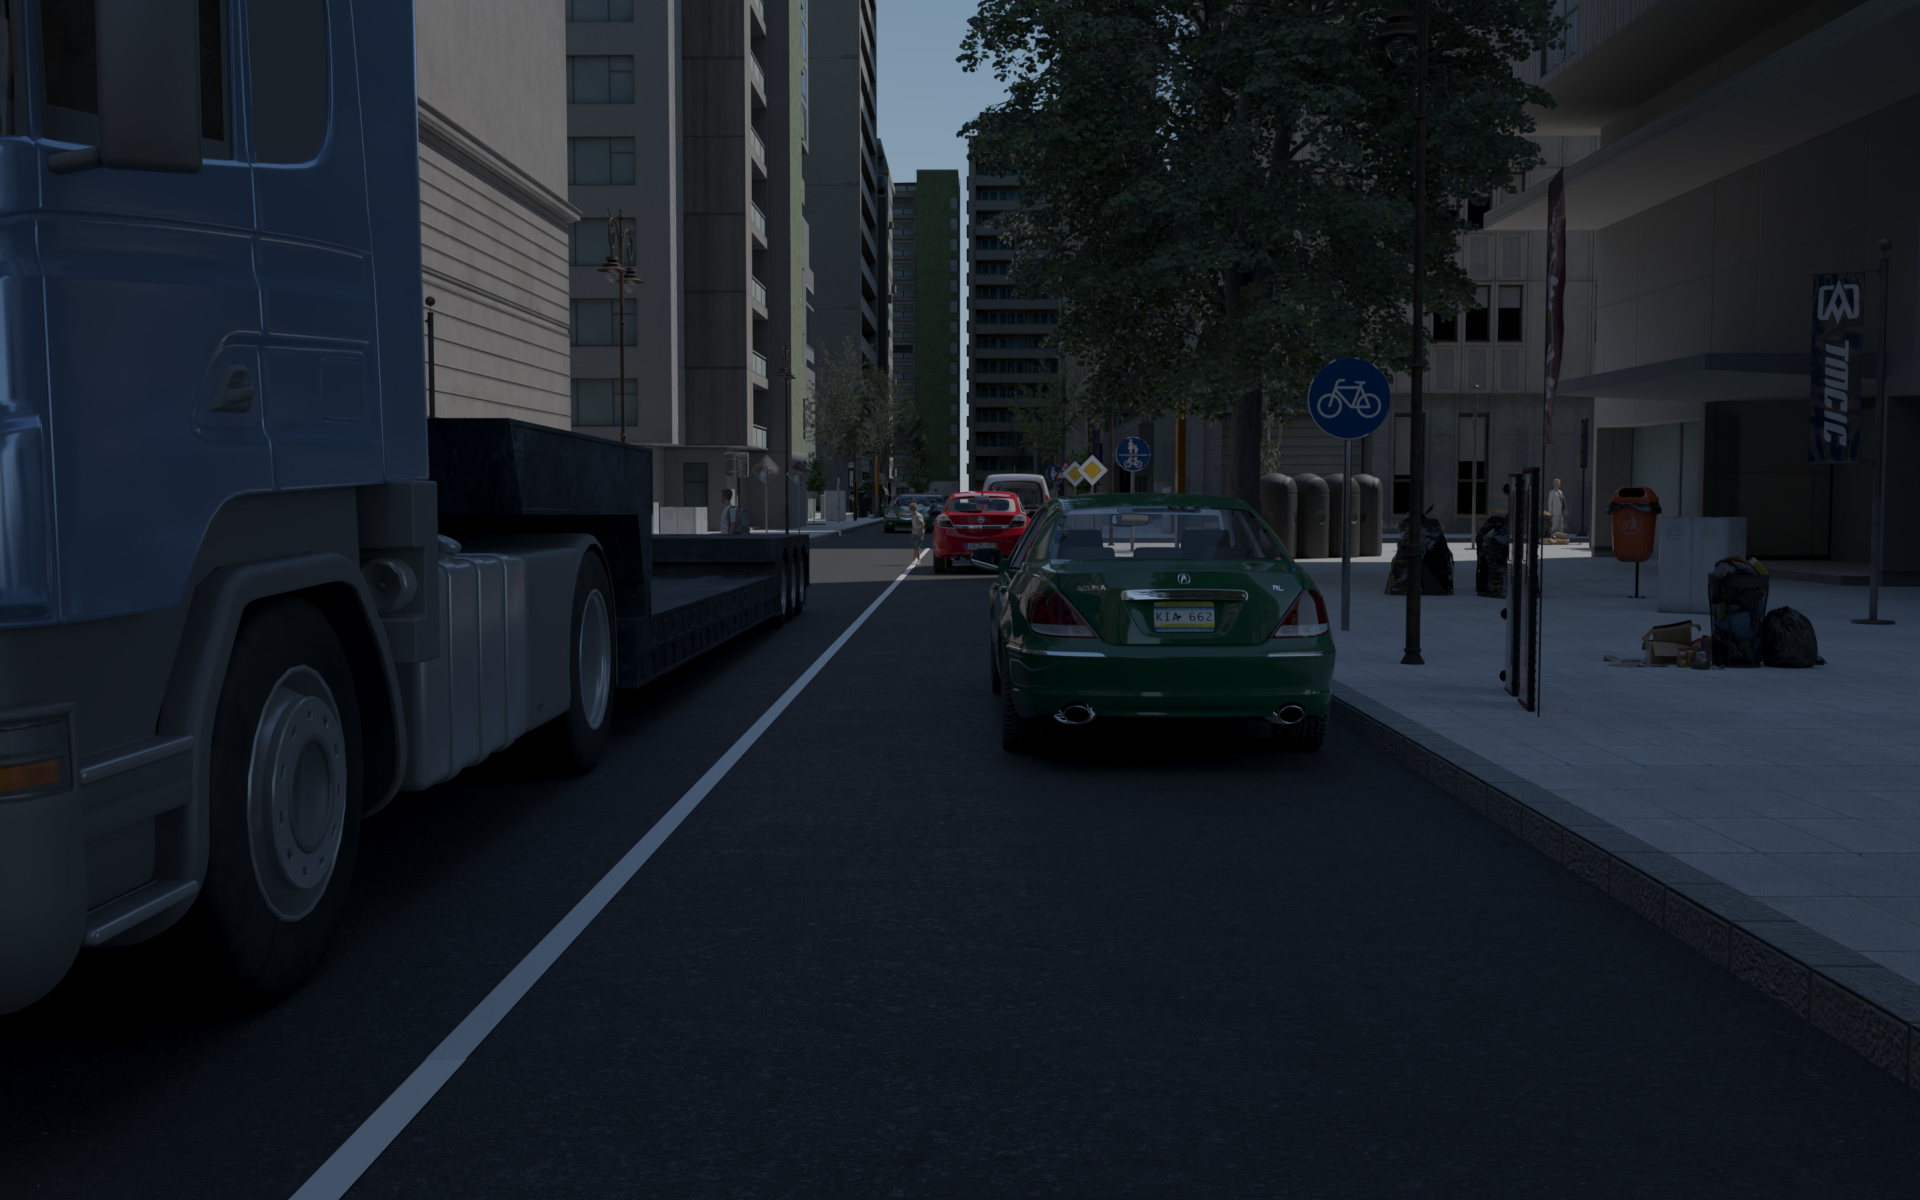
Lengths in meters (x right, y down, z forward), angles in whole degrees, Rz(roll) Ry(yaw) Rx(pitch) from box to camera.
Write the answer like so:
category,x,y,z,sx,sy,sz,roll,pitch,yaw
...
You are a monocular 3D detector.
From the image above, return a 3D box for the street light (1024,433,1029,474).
category,x,y,z,sx,sy,sz,roll,pitch,yaw
street light,4.871,-9.417,126.759,0.468,5.910,1.993,0,4,1

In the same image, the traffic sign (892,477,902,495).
category,x,y,z,sx,sy,sz,roll,pitch,yaw
traffic sign,-4.680,-7.727,126.342,0.884,2.594,0.081,0,4,5

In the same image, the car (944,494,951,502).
category,x,y,z,sx,sy,sz,roll,pitch,yaw
car,-0.923,-10.384,181.775,2.014,1.417,4.499,0,3,0

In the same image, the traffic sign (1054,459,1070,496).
category,x,y,z,sx,sy,sz,roll,pitch,yaw
traffic sign,3.957,-3.963,64.798,0.884,2.594,0.081,0,4,8

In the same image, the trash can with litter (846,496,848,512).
category,x,y,z,sx,sy,sz,roll,pitch,yaw
trash can with litter,-8.011,-6.365,115.452,1.055,1.170,0.624,2,4,33

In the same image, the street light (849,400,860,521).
category,x,y,z,sx,sy,sz,roll,pitch,yaw
street light,-4.999,-6.685,82.089,0.468,5.910,1.993,0,4,1

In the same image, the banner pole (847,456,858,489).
category,x,y,z,sx,sy,sz,roll,pitch,yaw
banner pole,-6.942,-7.535,113.206,0.863,3.779,0.401,0,4,7

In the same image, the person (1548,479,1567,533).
category,x,y,z,sx,sy,sz,roll,pitch,yaw
person,16.280,-2.390,47.454,0.818,1.842,0.514,2,4,28

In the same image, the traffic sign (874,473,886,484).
category,x,y,z,sx,sy,sz,roll,pitch,yaw
traffic sign,-4.795,-6.292,102.975,0.768,2.556,0.104,0,4,5

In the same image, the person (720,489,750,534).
category,x,y,z,sx,sy,sz,roll,pitch,yaw
person,-3.331,-0.855,25.079,0.503,1.515,0.523,3,5,43

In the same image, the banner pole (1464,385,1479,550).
category,x,y,z,sx,sy,sz,roll,pitch,yaw
banner pole,11.899,-3.064,40.106,0.401,3.779,0.863,1,4,12

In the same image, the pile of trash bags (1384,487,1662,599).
category,x,y,z,sx,sy,sz,roll,pitch,yaw
pile of trash bags,7.061,-0.746,21.944,3.447,1.369,1.912,2,4,33

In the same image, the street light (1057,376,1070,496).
category,x,y,z,sx,sy,sz,roll,pitch,yaw
street light,4.070,-5.821,67.959,0.468,5.910,1.993,0,4,1

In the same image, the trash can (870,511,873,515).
category,x,y,z,sx,sy,sz,roll,pitch,yaw
trash can,-5.676,-5.929,108.590,0.748,1.137,0.748,0,3,0

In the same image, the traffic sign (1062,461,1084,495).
category,x,y,z,sx,sy,sz,roll,pitch,yaw
traffic sign,3.455,-2.959,52.029,0.795,2.450,0.064,0,4,1

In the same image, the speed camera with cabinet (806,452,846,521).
category,x,y,z,sx,sy,sz,roll,pitch,yaw
speed camera with cabinet,-6.489,-5.398,82.597,2.038,3.252,0.660,-1,4,-10

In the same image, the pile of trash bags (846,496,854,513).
category,x,y,z,sx,sy,sz,roll,pitch,yaw
pile of trash bags,-6.536,-6.620,117.995,1.912,1.369,3.447,-3,5,-43

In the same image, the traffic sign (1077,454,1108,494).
category,x,y,z,sx,sy,sz,roll,pitch,yaw
traffic sign,3.362,-2.471,44.044,0.795,2.450,0.064,0,4,1

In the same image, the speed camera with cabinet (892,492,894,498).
category,x,y,z,sx,sy,sz,roll,pitch,yaw
speed camera with cabinet,-5.859,-8.136,127.352,2.038,3.252,0.660,0,4,1

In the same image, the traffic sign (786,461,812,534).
category,x,y,z,sx,sy,sz,roll,pitch,yaw
traffic sign,-4.838,-2.967,52.145,0.795,2.450,0.064,0,4,1

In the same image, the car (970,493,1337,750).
category,x,y,z,sx,sy,sz,roll,pitch,yaw
car,1.131,0.042,11.116,2.131,1.459,4.920,0,4,0

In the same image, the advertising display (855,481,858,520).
category,x,y,z,sx,sy,sz,roll,pitch,yaw
advertising display,-5.125,-4.913,85.546,0.123,1.923,0.974,0,4,1

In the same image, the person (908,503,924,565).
category,x,y,z,sx,sy,sz,roll,pitch,yaw
person,-0.877,-1.331,34.945,0.352,1.250,0.332,1,4,8

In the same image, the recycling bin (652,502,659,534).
category,x,y,z,sx,sy,sz,roll,pitch,yaw
recycling bin,-9.477,-2.415,52.045,0.722,1.027,0.722,0,4,2

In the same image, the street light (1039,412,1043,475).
category,x,y,z,sx,sy,sz,roll,pitch,yaw
street light,4.497,-7.612,97.249,0.468,5.910,1.993,0,4,1

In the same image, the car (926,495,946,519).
category,x,y,z,sx,sy,sz,roll,pitch,yaw
car,-1.519,-4.783,90.202,2.014,1.417,4.499,0,4,2

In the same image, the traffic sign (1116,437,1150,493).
category,x,y,z,sx,sy,sz,roll,pitch,yaw
traffic sign,3.852,-2.357,38.642,0.768,2.556,0.104,0,4,2

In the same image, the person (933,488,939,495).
category,x,y,z,sx,sy,sz,roll,pitch,yaw
person,-1.397,-6.023,107.319,0.599,1.781,0.374,1,4,18

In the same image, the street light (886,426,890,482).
category,x,y,z,sx,sy,sz,roll,pitch,yaw
street light,-4.576,-8.477,111.379,0.468,5.910,1.993,0,4,1

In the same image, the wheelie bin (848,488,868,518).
category,x,y,z,sx,sy,sz,roll,pitch,yaw
wheelie bin,-5.355,-5.228,93.389,0.980,1.594,0.693,-3,4,-38

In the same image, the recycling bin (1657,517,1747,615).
category,x,y,z,sx,sy,sz,roll,pitch,yaw
recycling bin,8.034,-0.379,18.751,0.722,1.027,0.722,3,5,40

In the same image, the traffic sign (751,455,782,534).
category,x,y,z,sx,sy,sz,roll,pitch,yaw
traffic sign,-4.931,-2.478,44.161,0.795,2.450,0.064,0,4,1

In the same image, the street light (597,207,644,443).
category,x,y,z,sx,sy,sz,roll,pitch,yaw
street light,-5.496,-3.391,28.226,0.468,5.910,1.993,0,4,1

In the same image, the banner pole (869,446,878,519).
category,x,y,z,sx,sy,sz,roll,pitch,yaw
banner pole,-4.537,-6.076,89.357,0.401,3.779,0.863,1,4,17

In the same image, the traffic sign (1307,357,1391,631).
category,x,y,z,sx,sy,sz,roll,pitch,yaw
traffic sign,3.621,-0.984,16.199,0.768,2.556,0.104,0,4,4

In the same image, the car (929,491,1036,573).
category,x,y,z,sx,sy,sz,roll,pitch,yaw
car,0.461,-1.458,32.876,2.155,1.783,4.494,0,4,2

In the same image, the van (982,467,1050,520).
category,x,y,z,sx,sy,sz,roll,pitch,yaw
van,1.182,-1.874,37.656,2.013,2.044,4.112,0,4,1

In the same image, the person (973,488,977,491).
category,x,y,z,sx,sy,sz,roll,pitch,yaw
person,0.673,-4.739,86.818,0.643,1.720,0.563,2,4,32

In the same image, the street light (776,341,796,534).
category,x,y,z,sx,sy,sz,roll,pitch,yaw
street light,-5.241,-4.864,52.321,0.468,5.910,1.993,0,4,1

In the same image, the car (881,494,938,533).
category,x,y,z,sx,sy,sz,roll,pitch,yaw
car,-1.883,-3.279,65.418,2.131,1.459,4.920,0,4,1

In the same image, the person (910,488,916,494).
category,x,y,z,sx,sy,sz,roll,pitch,yaw
person,-3.011,-6.277,111.102,0.573,1.828,0.580,-3,5,-44

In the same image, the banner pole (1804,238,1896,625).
category,x,y,z,sx,sy,sz,roll,pitch,yaw
banner pole,8.854,-1.661,17.177,0.863,3.779,0.401,2,4,33

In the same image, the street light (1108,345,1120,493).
category,x,y,z,sx,sy,sz,roll,pitch,yaw
street light,3.751,-4.282,42.800,0.468,5.910,1.993,0,4,1

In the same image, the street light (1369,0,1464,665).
category,x,y,z,sx,sy,sz,roll,pitch,yaw
street light,3.420,-2.454,12.912,0.468,5.910,1.993,0,4,1

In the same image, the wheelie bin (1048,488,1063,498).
category,x,y,z,sx,sy,sz,roll,pitch,yaw
wheelie bin,5.159,-5.225,93.342,0.693,1.594,0.980,-3,4,-38

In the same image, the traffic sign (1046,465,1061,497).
category,x,y,z,sx,sy,sz,roll,pitch,yaw
traffic sign,4.163,-4.629,75.784,0.768,2.556,0.104,0,4,5

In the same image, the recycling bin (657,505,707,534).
category,x,y,z,sx,sy,sz,roll,pitch,yaw
recycling bin,-5.305,-1.269,33.300,0.722,1.027,0.722,1,4,10

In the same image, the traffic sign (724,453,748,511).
category,x,y,z,sx,sy,sz,roll,pitch,yaw
traffic sign,-5.517,-2.479,42.662,0.606,2.300,0.079,0,4,5

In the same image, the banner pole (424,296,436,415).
category,x,y,z,sx,sy,sz,roll,pitch,yaw
banner pole,-6.825,-1.946,21.828,0.401,3.779,0.863,2,4,31
